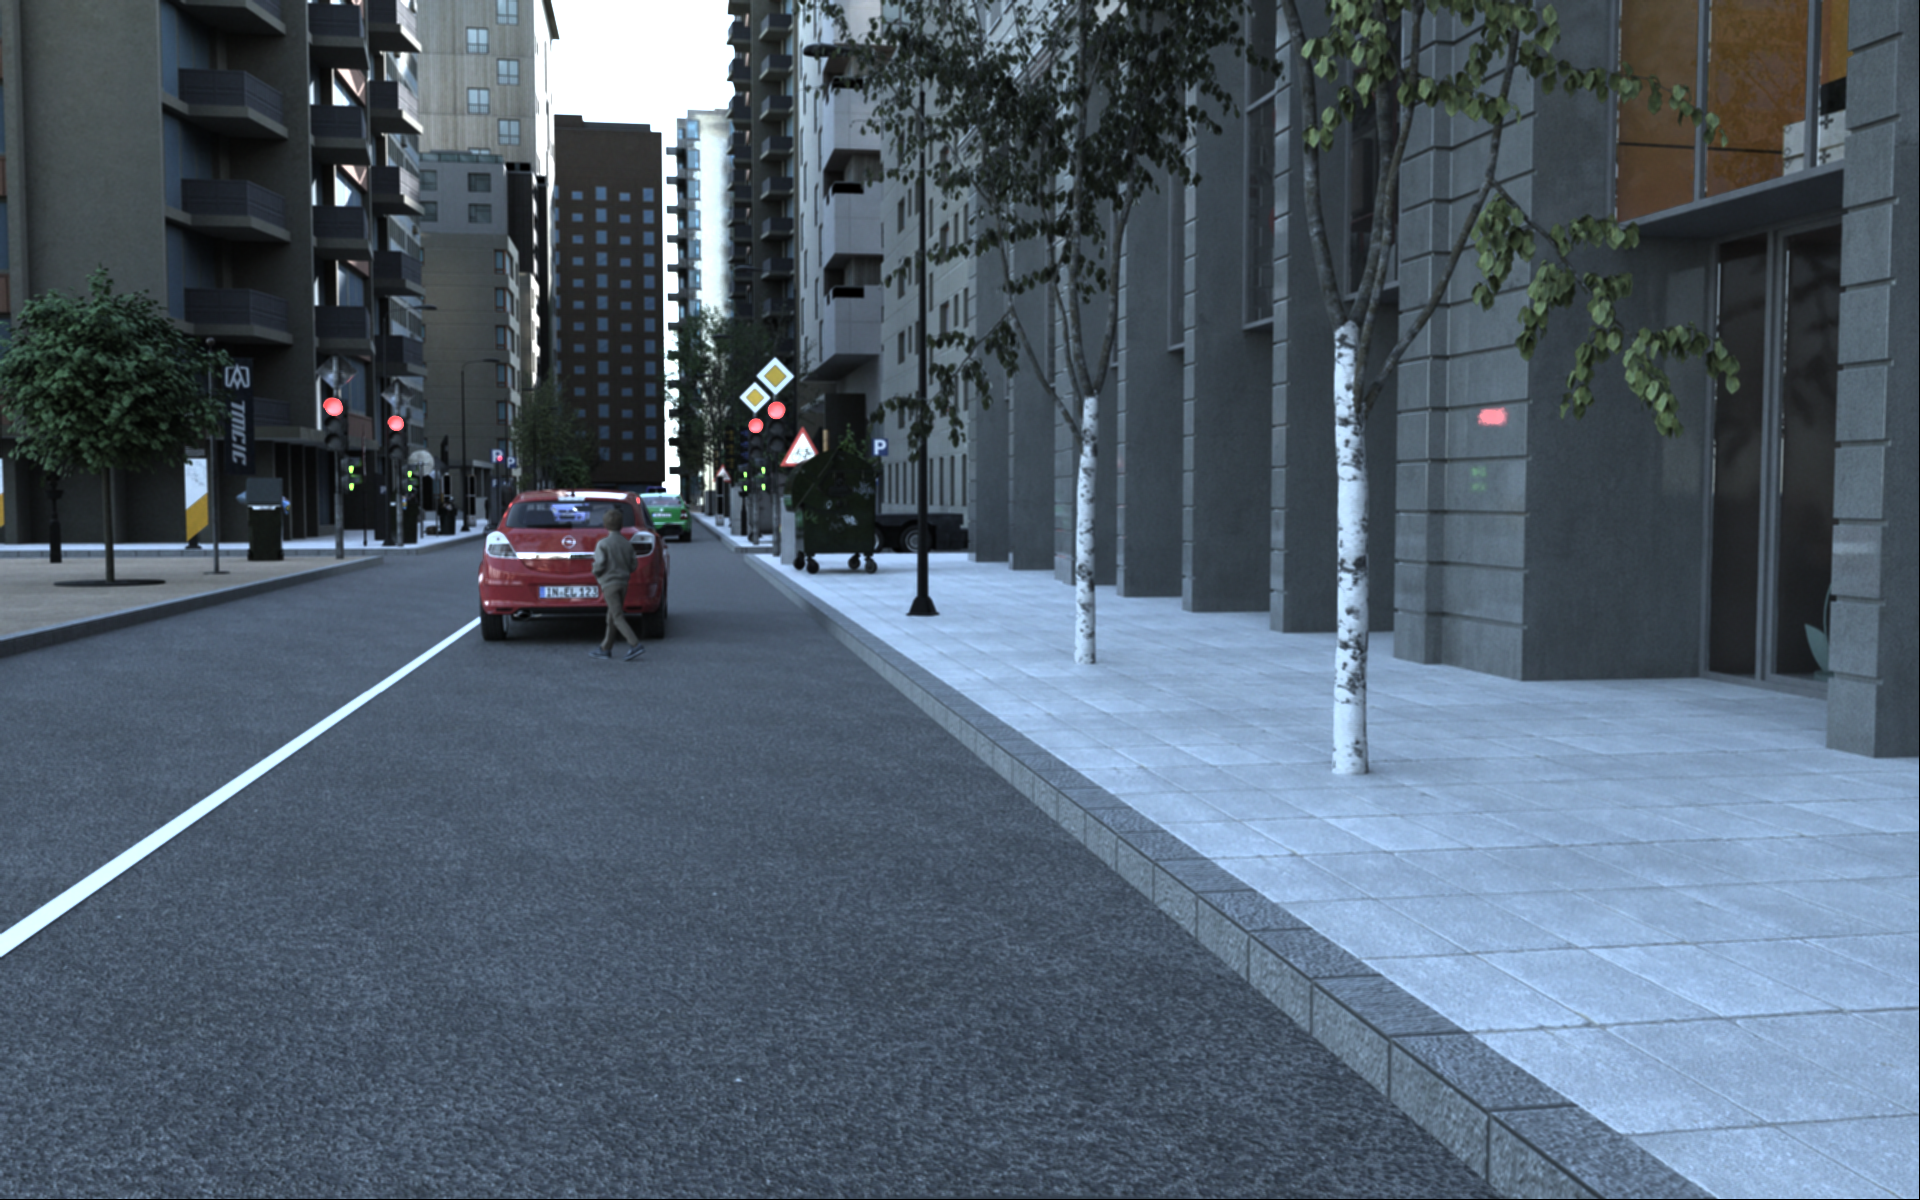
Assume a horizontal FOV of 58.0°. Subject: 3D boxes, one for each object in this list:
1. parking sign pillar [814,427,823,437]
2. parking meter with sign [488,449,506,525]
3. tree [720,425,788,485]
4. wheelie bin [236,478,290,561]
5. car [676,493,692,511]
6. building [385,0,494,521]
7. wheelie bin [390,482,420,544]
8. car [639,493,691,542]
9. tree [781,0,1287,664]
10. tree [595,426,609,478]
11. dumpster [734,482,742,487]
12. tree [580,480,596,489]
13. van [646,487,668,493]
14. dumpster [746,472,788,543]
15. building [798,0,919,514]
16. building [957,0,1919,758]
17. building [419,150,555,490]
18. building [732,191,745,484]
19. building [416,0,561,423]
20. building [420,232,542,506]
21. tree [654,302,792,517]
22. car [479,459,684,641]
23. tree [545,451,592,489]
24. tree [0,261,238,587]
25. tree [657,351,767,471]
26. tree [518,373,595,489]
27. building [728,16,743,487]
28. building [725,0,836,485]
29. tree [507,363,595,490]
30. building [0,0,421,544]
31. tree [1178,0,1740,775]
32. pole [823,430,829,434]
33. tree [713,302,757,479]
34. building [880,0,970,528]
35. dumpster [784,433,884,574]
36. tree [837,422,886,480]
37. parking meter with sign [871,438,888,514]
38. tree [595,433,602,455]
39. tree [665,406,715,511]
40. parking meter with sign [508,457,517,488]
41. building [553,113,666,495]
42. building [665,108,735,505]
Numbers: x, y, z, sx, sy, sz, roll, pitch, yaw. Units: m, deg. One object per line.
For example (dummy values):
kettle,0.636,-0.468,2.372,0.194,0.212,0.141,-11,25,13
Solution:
parking sign pillar,-5.758,-5.007,70.337,1.447,3.967,1.447,-2,4,-27
parking meter with sign,-18.157,-4.368,67.672,0.543,3.016,1.738,-1,4,-21
tree,-9.167,-5.707,77.017,4.285,4.588,4.351,0,3,0
wheelie bin,-13.432,-1.561,33.427,0.980,1.594,0.693,-1,4,-17
car,-14.558,-4.762,86.893,2.155,1.783,4.494,0,4,-8
building,-41.196,-24.251,88.390,32.217,40.220,23.993,-1,4,-10
wheelie bin,-14.396,-2.260,44.852,0.693,1.594,0.980,-3,4,-37
car,-9.174,-2.696,52.879,1.959,1.807,4.718,-1,4,-11
tree,0.862,-3.838,13.112,4.360,8.622,3.978,0,3,0
tree,-37.308,-13.645,173.459,4.360,8.622,3.978,0,3,0
dumpster,-6.738,-3.102,56.472,1.264,1.857,1.865,-1,4,-10
tree,-39.760,-11.710,186.064,1.663,3.219,1.824,0,3,0
van,-25.722,-8.718,146.931,2.240,2.365,5.245,-1,4,-11
dumpster,-5.012,-2.465,46.063,1.264,1.857,1.865,-1,4,-10
building,4.844,-31.401,102.648,28.713,52.752,27.495,-1,4,-10
building,7.937,-14.768,18.947,11.434,29.767,29.804,-1,4,-10
building,-42.825,-23.111,149.559,14.160,30.474,14.107,-1,4,-10
building,-14.433,-23.979,163.756,14.160,30.474,14.107,-1,4,-10
building,-53.796,-35.524,170.058,27.495,52.752,28.713,-1,4,-10
building,-46.110,-17.276,127.499,27.650,21.520,28.899,-1,4,-10
tree,-13.064,-10.376,95.401,9.928,11.665,9.643,0,3,0
car,-4.043,-0.580,18.528,2.155,1.783,4.494,-1,4,-9
tree,-28.282,-8.632,124.846,4.285,4.588,4.351,0,3,0
tree,-12.202,-2.501,24.599,4.285,4.588,4.351,0,3,0
tree,-15.550,-10.736,109.939,7.601,10.594,8.767,0,4,4
tree,-24.718,-9.436,104.642,4.360,8.622,3.978,0,3,0
building,-15.009,-45.394,180.439,20.563,71.187,20.611,-1,4,-10
building,-7.747,-29.816,142.115,22.147,44.769,28.867,-1,4,-10
tree,-23.675,-9.045,98.250,4.737,8.622,4.395,0,3,0
building,-29.785,-24.508,55.333,22.147,44.769,28.867,-1,4,-10
tree,1.831,-3.494,7.493,4.737,8.622,4.395,0,3,0
pole,-4.240,-3.738,54.956,0.158,3.312,0.155,0,3,0
tree,-7.202,-6.913,63.390,4.360,8.622,3.978,0,3,0
building,13.256,-13.228,61.319,28.899,21.520,27.650,-1,4,-10
dumpster,-2.092,-1.594,28.556,1.502,2.255,1.985,-1,4,-10
tree,-3.069,-3.197,46.865,1.663,3.219,1.824,0,3,0
parking meter with sign,-2.827,-3.599,55.111,0.543,3.016,1.738,-1,4,-22
tree,-30.556,-11.380,136.430,4.737,8.622,4.395,0,3,0
tree,-20.042,-11.098,131.813,4.737,8.622,4.395,0,3,0
parking meter with sign,-20.848,-5.108,79.769,0.543,3.016,1.738,0,4,-3
building,-42.685,-34.115,207.885,14.200,45.320,14.600,-1,4,-10
building,-21.149,-36.476,215.983,30.456,49.044,23.786,-1,4,-10
